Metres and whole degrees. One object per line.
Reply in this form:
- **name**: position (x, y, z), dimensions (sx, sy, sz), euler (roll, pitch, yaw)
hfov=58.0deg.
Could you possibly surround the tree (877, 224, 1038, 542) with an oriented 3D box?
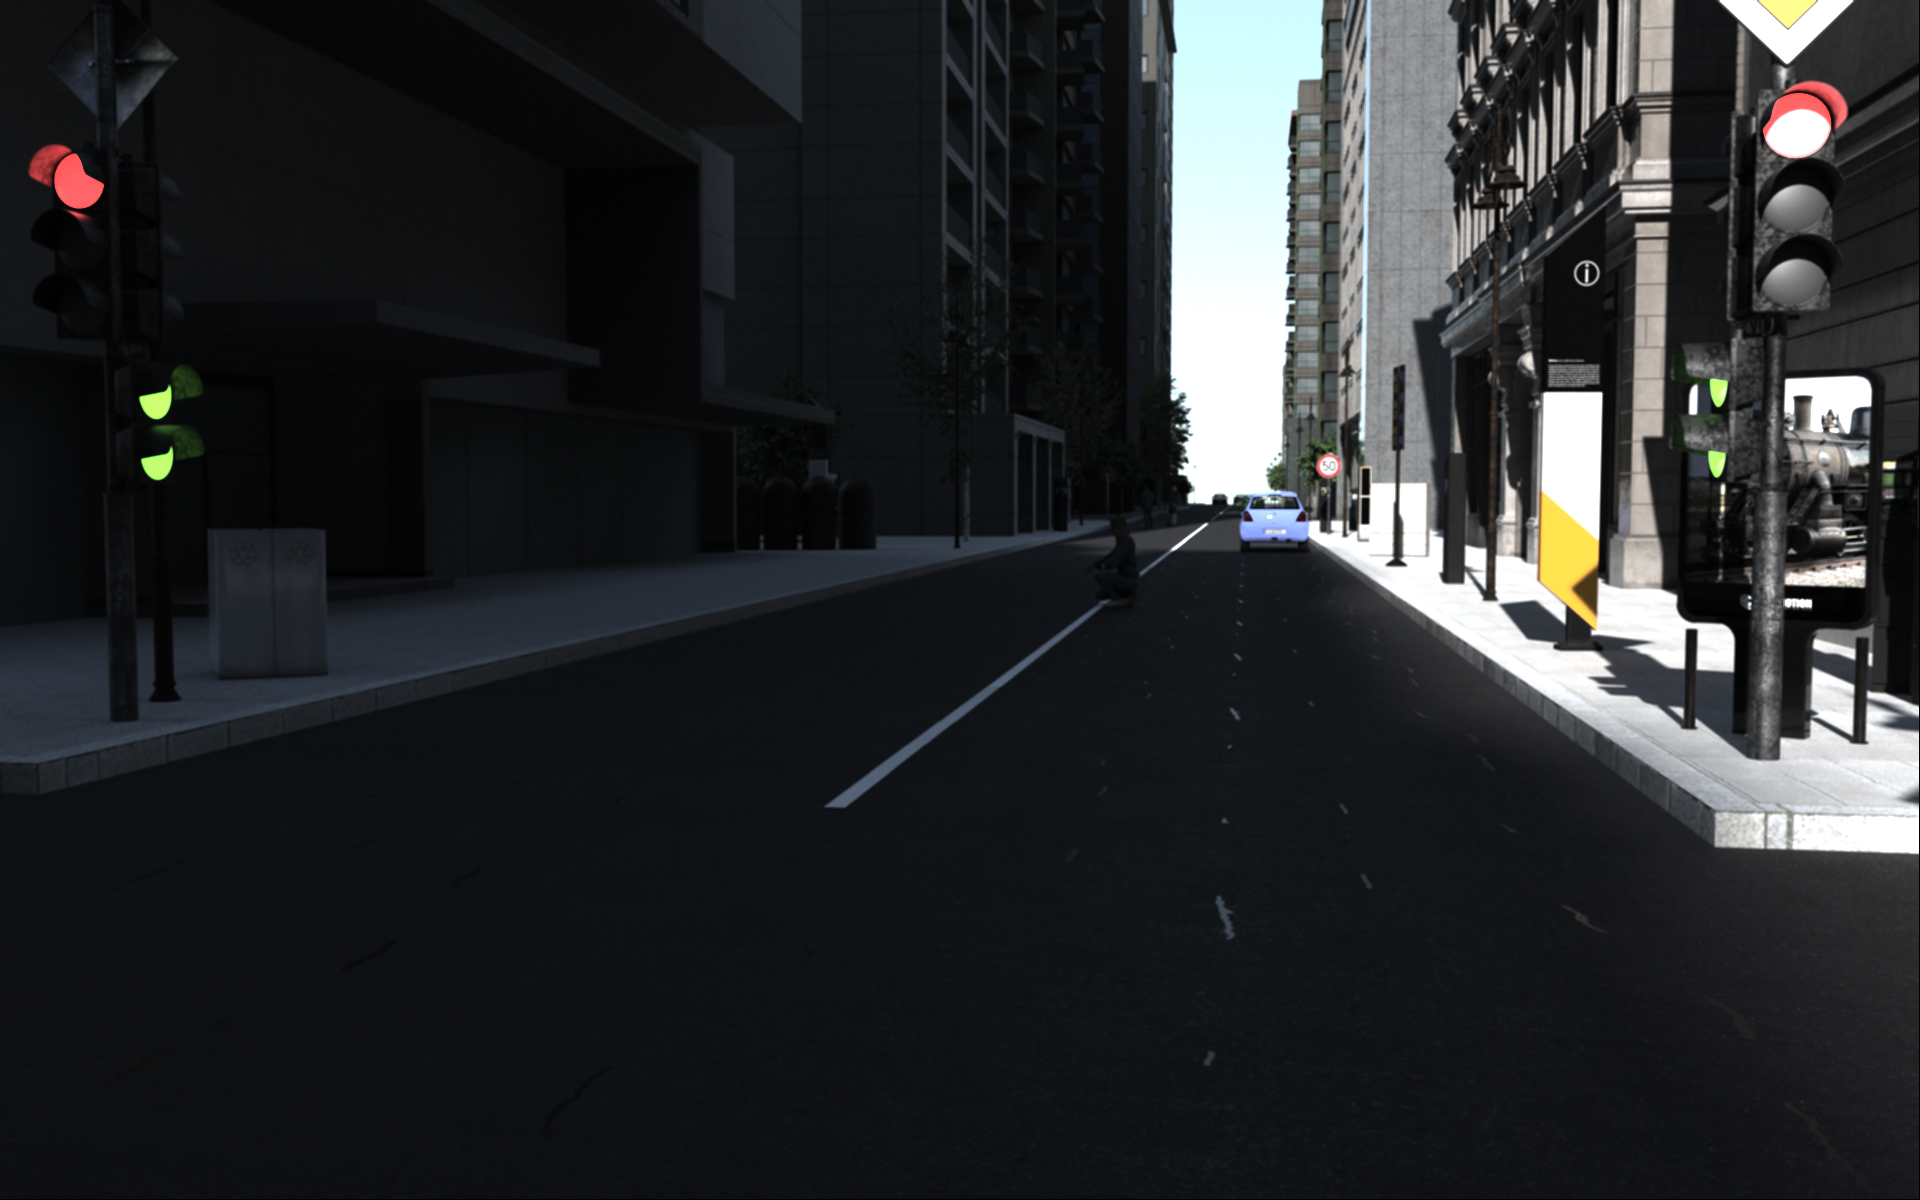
- **tree**: position (-0.057, -5.887, 46.609), dimensions (4.360, 8.622, 3.978), euler (0, 3, 0)

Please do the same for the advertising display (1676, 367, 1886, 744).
- **advertising display**: position (4.308, -0.240, 9.143), dimensions (0.974, 1.923, 0.123), euler (3, 5, 41)

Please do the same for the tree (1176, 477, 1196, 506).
- **tree**: position (24.959, -12.106, 192.535), dimensions (1.663, 3.219, 1.824), euler (0, 3, 0)

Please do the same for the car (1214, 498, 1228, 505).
- **car**: position (33.355, -12.849, 221.871), dimensions (2.131, 1.459, 4.920), euler (1, 4, 9)

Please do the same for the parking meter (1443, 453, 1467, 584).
- **parking meter**: position (7.104, -1.172, 24.877), dimensions (0.255, 1.863, 0.399), euler (0, 4, 6)

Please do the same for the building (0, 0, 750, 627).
- **building**: position (-18.110, -26.654, 25.027), dimensions (28.713, 52.752, 27.495), euler (1, 4, 9)

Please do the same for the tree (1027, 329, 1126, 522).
- **tree**: position (5.178, -7.809, 78.040), dimensions (4.737, 8.622, 4.395), euler (0, 3, 0)

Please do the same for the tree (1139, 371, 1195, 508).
- **tree**: position (18.211, -14.796, 160.046), dimensions (7.486, 12.596, 7.792), euler (0, 3, 0)

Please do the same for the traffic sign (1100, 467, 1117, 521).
- **traffic sign**: position (6.944, -4.958, 81.162), dimensions (0.768, 2.556, 0.104), euler (1, 4, 15)

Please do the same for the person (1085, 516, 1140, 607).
- **person**: position (1.925, -0.494, 22.075), dimensions (0.738, 1.151, 1.012), euler (1, 4, 8)

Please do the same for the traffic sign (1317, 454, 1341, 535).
- **traffic sign**: position (11.680, -3.350, 54.879), dimensions (0.768, 2.556, 0.104), euler (1, 4, 15)

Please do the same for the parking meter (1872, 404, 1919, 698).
- **parking meter**: position (6.086, -0.335, 11.182), dimensions (0.255, 1.863, 0.399), euler (3, 4, 38)

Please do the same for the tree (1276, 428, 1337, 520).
- **tree**: position (18.402, -6.278, 86.360), dimensions (4.285, 4.588, 4.351), euler (0, 3, 0)

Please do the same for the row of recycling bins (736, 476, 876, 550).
- **row of recycling bins**: position (-3.687, -2.017, 40.089), dimensions (3.534, 1.692, 1.069), euler (-1, 4, -14)

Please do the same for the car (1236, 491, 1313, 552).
- **car**: position (7.983, -2.104, 43.993), dimensions (1.945, 1.707, 3.694), euler (1, 4, 10)

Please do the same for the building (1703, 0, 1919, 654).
- **building**: position (16.339, -9.026, 12.199), dimensions (19.286, 19.102, 10.561), euler (1, 4, 9)

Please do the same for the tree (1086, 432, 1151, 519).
- **tree**: position (8.327, -6.561, 90.991), dimensions (4.285, 4.588, 4.351), euler (0, 3, 0)

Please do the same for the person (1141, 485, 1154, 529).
- **person**: position (7.618, -3.766, 70.257), dimensions (0.721, 1.800, 0.419), euler (-2, 4, -31)

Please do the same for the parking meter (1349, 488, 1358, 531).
- **parking meter**: position (13.825, -3.198, 60.693), dimensions (0.372, 1.533, 0.369), euler (0, 3, 0)

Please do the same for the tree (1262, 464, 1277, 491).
- **tree**: position (30.441, -11.066, 164.636), dimensions (4.285, 4.588, 4.351), euler (0, 3, 0)

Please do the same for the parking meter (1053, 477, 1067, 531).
- **parking meter**: position (3.489, -3.354, 60.542), dimensions (0.399, 1.863, 0.255), euler (2, 4, 25)

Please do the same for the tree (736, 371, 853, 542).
- **tree**: position (-4.564, -3.832, 46.374), dimensions (4.285, 4.588, 4.351), euler (0, 3, 0)

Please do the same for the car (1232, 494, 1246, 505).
- **car**: position (35.709, -12.747, 220.203), dimensions (2.131, 1.459, 4.920), euler (1, 4, 10)

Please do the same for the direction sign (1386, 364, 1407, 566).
- **direction sign**: position (7.778, -2.371, 30.762), dimensions (0.379, 3.537, 0.876), euler (0, 4, 3)

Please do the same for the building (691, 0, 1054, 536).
- **building**: position (-6.752, -38.152, 62.037), dimensions (20.563, 71.187, 20.611), euler (1, 4, 9)

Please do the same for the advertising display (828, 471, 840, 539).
- **advertising display**: position (-3.902, -2.713, 49.574), dimensions (0.974, 1.923, 0.123), euler (1, 4, 16)

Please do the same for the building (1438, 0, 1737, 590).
- **building**: position (16.541, -11.660, 41.549), dimensions (10.553, 20.767, 40.483), euler (1, 4, 9)

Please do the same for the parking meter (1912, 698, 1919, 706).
- **parking meter**: position (5.959, -0.289, 10.439), dimensions (0.399, 1.863, 0.255), euler (1, 4, 17)

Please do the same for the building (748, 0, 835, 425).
- **building**: position (0.648, -33.817, 142.149), dimensions (28.713, 52.752, 27.495), euler (1, 4, 9)

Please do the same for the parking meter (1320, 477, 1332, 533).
- **parking meter**: position (12.183, -3.180, 57.706), dimensions (0.255, 1.863, 0.399), euler (2, 4, 35)

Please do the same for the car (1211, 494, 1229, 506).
- **car**: position (31.806, -12.418, 212.070), dimensions (2.155, 1.783, 4.494), euler (1, 4, 9)

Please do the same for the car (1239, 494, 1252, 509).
- **car**: position (23.370, -7.726, 138.125), dimensions (2.131, 1.459, 4.920), euler (1, 4, 9)

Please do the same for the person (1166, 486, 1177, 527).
- **person**: position (9.315, -4.129, 76.221), dimensions (0.699, 1.804, 1.509), euler (1, 4, 20)

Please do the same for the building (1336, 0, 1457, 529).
- **building**: position (22.300, -15.498, 71.417), dimensions (12.078, 24.808, 19.932), euler (1, 4, 9)
